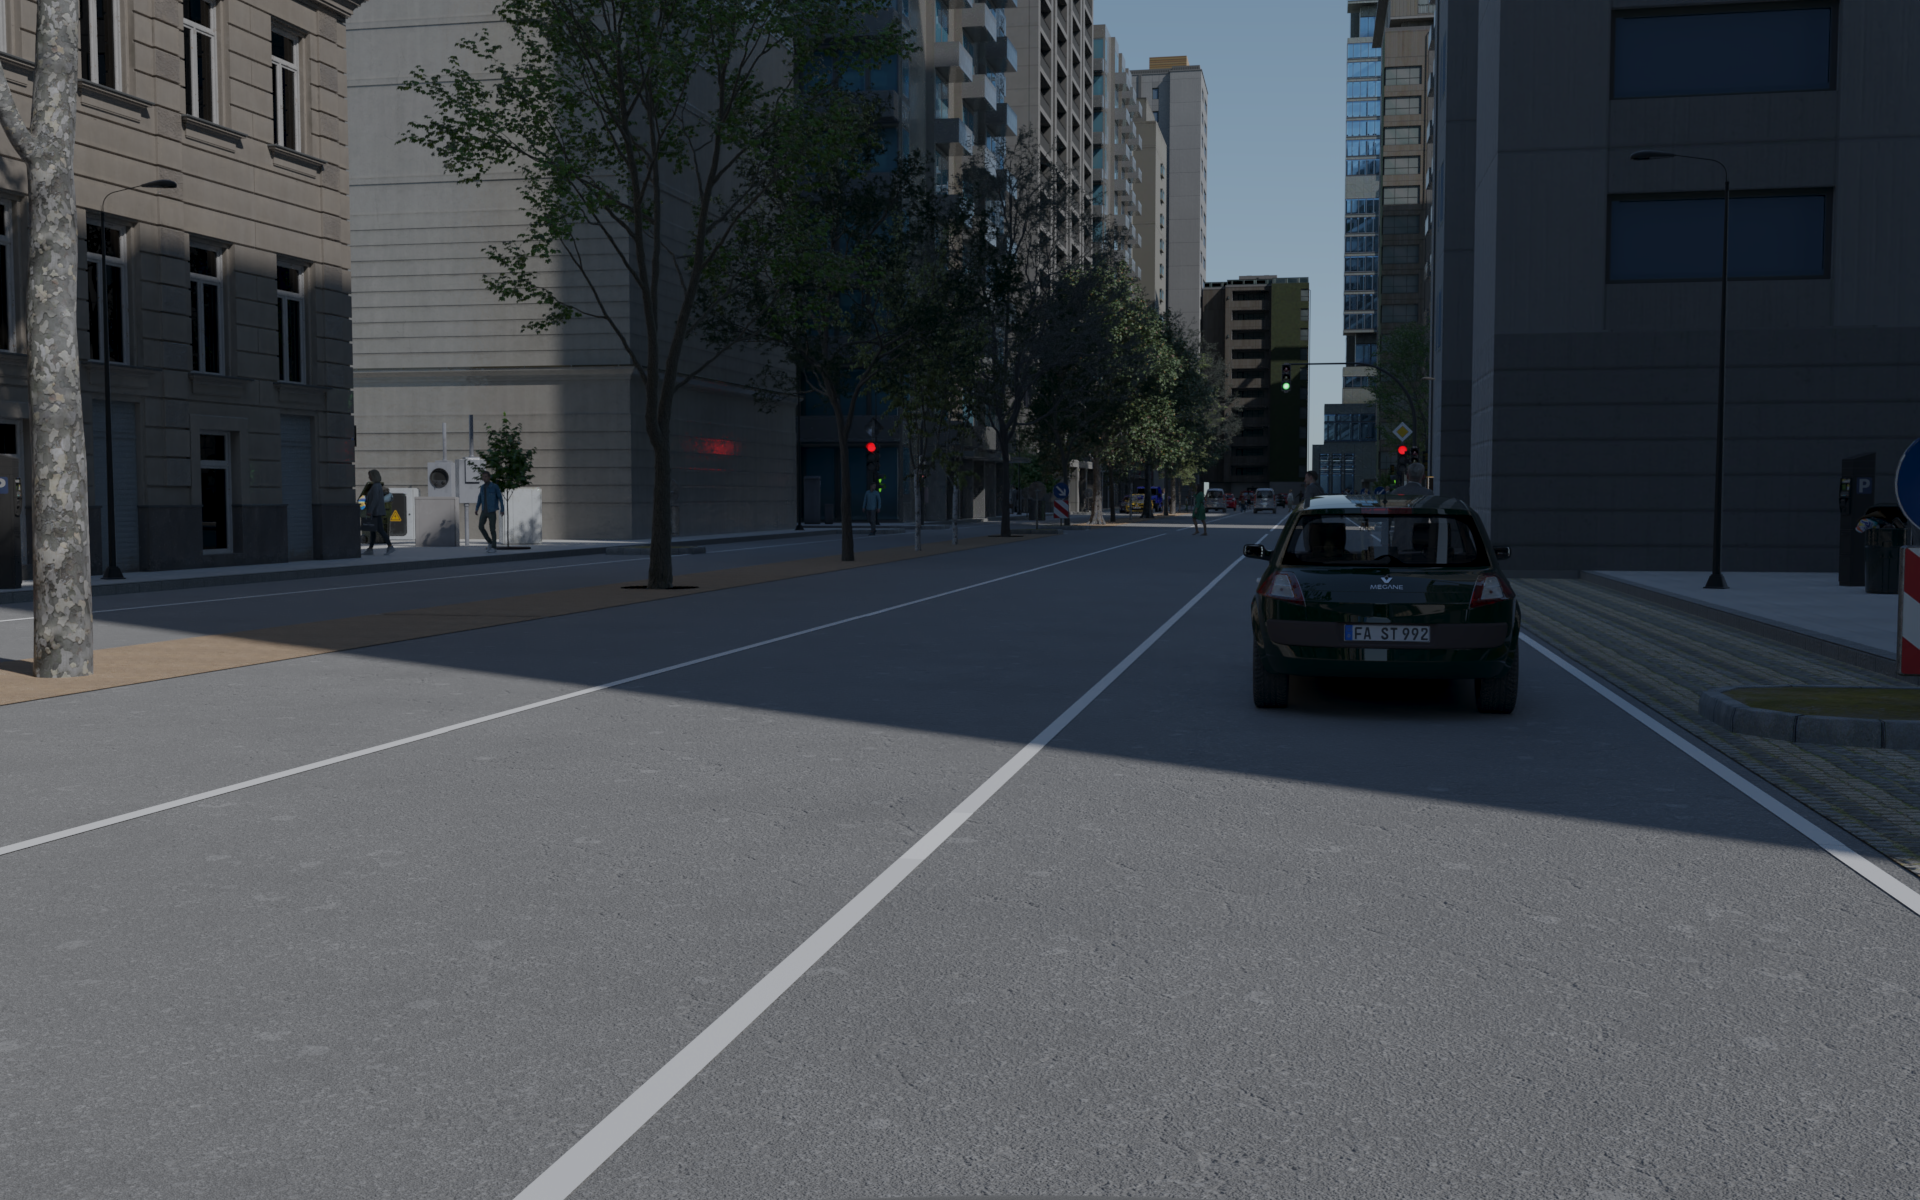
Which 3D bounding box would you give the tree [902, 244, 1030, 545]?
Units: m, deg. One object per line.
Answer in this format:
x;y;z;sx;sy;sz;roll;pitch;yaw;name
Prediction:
-0.107;-5.873;48.843;4.360;8.622;3.978;0;3;0;tree

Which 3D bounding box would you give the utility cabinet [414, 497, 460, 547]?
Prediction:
-12.762;-1.904;42.289;1.020;1.237;0.306;0;4;5;utility cabinet

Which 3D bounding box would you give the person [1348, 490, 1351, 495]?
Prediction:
34.549;-8.891;153.951;0.705;1.814;1.350;2;4;28;person

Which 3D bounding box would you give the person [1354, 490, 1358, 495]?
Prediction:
47.318;-12.278;207.233;0.568;1.767;0.683;1;4;10;person

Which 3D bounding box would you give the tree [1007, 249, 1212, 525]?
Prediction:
6.404;-9.858;80.639;9.611;12.733;9.660;0;3;0;tree

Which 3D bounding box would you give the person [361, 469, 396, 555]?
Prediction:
-12.234;-1.840;36.313;0.728;1.800;0.709;-1;4;-9;person

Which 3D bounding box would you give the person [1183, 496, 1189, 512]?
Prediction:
17.731;-7.522;135.737;0.590;1.304;0.306;-2;4;-29;person

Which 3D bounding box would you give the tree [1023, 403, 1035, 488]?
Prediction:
3.220;-9.802;110.626;4.737;8.622;4.395;0;3;0;tree

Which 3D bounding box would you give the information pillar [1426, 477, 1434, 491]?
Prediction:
19.869;-4.202;73.198;0.304;2.012;0.304;0;4;-2;information pillar

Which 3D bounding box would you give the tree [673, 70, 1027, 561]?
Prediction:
-2.293;-6.117;36.877;8.767;10.594;7.601;1;4;11;tree

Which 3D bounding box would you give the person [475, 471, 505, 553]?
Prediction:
-10.258;-1.921;37.797;0.601;1.785;0.444;2;4;24;person

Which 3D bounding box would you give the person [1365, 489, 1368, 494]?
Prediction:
23.869;-5.627;101.165;0.598;1.740;0.731;0;4;8;person

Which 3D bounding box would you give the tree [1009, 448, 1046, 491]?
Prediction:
4.479;-8.102;116.178;4.285;4.588;4.351;0;3;0;tree

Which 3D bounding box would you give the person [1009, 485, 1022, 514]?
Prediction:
3.494;-6.349;109.811;0.822;1.834;0.622;2;4;31;person

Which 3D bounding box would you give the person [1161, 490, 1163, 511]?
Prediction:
16.762;-8.178;142.569;0.716;1.782;0.532;1;4;15;person

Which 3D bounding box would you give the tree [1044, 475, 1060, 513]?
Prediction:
6.294;-7.647;119.626;1.663;3.219;1.824;0;3;0;tree

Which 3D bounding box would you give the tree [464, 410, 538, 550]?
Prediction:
-10.622;-2.783;40.104;1.663;3.219;1.824;0;3;0;tree

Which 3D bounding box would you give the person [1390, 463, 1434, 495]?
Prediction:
5.045;-0.634;19.261;0.661;1.777;0.834;2;4;29;person

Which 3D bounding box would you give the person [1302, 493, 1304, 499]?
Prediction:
30.156;-8.710;151.365;0.683;1.767;0.568;1;4;14;person

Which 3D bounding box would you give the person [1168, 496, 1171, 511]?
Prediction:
17.671;-8.234;146.358;0.697;1.427;0.421;2;4;23;person

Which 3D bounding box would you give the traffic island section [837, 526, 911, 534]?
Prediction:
-3.178;-2.510;63.312;2.009;0.180;2.903;1;4;11;traffic island section

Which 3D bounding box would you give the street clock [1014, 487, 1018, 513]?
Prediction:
3.870;-7.074;120.234;0.471;2.002;0.358;-1;4;-8;street clock

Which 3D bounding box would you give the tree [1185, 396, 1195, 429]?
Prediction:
7.978;-9.320;89.252;8.767;10.594;7.601;1;4;11;tree

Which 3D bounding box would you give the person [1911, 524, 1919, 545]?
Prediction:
13.545;-1.104;24.189;0.679;1.850;0.850;2;4;28;person

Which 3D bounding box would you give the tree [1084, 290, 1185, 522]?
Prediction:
4.558;-8.278;72.211;8.767;10.594;7.601;1;4;11;tree

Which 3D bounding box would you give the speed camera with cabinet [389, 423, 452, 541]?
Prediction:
-14.974;-3.275;47.885;2.038;3.252;0.660;0;4;3;speed camera with cabinet

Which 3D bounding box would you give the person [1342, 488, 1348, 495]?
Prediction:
25.566;-6.512;114.929;0.822;1.834;0.622;-1;4;-11;person

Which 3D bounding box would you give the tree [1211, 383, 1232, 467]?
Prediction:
11.109;-11.176;102.193;9.611;12.733;9.660;0;3;0;tree

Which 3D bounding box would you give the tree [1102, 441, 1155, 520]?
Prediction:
9.416;-8.710;95.229;4.360;8.622;3.978;0;3;0;tree

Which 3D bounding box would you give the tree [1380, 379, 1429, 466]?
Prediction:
28.222;-9.590;107.152;4.737;8.622;4.395;0;3;0;tree

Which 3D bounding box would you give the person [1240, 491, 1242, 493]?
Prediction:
36.064;-13.072;222.362;0.705;1.807;1.348;-1;4;-9;person

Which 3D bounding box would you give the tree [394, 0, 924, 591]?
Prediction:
-4.427;-5.954;25.565;9.928;11.665;9.643;0;3;0;tree

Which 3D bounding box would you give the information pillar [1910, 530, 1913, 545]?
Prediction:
15.374;-1.411;27.563;0.304;2.012;0.304;0;4;-4;information pillar

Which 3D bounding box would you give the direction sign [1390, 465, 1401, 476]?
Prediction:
33.579;-8.664;133.649;0.876;3.537;0.379;-1;4;-11;direction sign

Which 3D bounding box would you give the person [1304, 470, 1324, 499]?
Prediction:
6.091;-1.348;30.350;0.447;1.846;0.655;2;4;34;person

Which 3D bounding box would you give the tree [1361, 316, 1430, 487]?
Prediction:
26.147;-10.480;97.097;9.928;11.665;9.643;0;3;0;tree

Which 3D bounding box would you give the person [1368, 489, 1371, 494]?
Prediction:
40.299;-10.085;171.387;0.683;1.767;0.568;1;4;12;person

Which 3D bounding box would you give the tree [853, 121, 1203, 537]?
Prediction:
1.524;-8.825;57.112;12.009;13.543;11.850;0;3;0;tree

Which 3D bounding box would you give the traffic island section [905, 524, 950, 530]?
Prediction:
-1.590;-2.988;71.138;2.009;0.180;2.903;1;4;11;traffic island section

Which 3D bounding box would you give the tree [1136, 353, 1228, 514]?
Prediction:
15.141;-12.409;123.469;7.486;12.596;7.792;0;3;0;tree

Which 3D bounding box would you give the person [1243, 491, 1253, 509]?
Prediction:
27.310;-9.444;163.699;1.217;1.735;0.721;1;4;22;person

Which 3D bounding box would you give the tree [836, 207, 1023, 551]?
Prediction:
-1.064;-5.520;43.072;4.737;8.622;4.395;0;3;0;tree

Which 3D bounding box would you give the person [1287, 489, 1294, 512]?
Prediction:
26.061;-7.810;136.423;0.641;1.798;0.478;-1;4;-14;person

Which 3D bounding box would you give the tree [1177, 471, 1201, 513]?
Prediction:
16.511;-10.815;129.638;4.737;8.622;4.395;0;3;0;tree

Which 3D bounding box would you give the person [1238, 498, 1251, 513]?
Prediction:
21.947;-7.315;133.596;1.012;1.151;0.738;0;4;7;person

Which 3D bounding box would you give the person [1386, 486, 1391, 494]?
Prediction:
19.505;-4.321;79.320;0.590;1.801;0.661;0;4;-1;person

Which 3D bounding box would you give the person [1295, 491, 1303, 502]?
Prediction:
36.761;-10.893;186.739;1.348;1.807;0.705;1;4;20;person

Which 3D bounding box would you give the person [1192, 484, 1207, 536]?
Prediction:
8.282;-3.123;59.810;0.529;1.795;0.600;1;4;13;person

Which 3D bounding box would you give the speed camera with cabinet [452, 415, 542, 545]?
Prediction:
-11.646;-3.019;43.701;2.038;3.252;0.660;-2;4;-26;speed camera with cabinet

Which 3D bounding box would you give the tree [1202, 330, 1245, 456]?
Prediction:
13.587;-12.287;113.726;12.009;13.543;11.850;0;3;0;tree

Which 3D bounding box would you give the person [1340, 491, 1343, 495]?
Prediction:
40.023;-10.505;180.703;0.683;1.767;0.568;-1;4;-17;person

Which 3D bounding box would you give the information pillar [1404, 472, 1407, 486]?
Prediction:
28.314;-7.292;110.585;0.504;3.616;0.183;-2;4;-34;information pillar

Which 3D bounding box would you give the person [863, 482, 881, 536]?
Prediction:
-2.975;-3.133;59.588;0.638;1.841;0.748;2;4;32;person

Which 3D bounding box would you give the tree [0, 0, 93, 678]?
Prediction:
-8.059;-9.524;14.066;12.611;20.169;13.585;0;3;0;tree

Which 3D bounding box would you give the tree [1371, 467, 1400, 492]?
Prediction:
30.895;-7.969;124.890;1.663;3.219;1.824;0;3;0;tree

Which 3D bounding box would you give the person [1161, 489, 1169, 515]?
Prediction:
14.282;-6.856;120.627;0.654;1.822;0.581;0;4;-5;person
